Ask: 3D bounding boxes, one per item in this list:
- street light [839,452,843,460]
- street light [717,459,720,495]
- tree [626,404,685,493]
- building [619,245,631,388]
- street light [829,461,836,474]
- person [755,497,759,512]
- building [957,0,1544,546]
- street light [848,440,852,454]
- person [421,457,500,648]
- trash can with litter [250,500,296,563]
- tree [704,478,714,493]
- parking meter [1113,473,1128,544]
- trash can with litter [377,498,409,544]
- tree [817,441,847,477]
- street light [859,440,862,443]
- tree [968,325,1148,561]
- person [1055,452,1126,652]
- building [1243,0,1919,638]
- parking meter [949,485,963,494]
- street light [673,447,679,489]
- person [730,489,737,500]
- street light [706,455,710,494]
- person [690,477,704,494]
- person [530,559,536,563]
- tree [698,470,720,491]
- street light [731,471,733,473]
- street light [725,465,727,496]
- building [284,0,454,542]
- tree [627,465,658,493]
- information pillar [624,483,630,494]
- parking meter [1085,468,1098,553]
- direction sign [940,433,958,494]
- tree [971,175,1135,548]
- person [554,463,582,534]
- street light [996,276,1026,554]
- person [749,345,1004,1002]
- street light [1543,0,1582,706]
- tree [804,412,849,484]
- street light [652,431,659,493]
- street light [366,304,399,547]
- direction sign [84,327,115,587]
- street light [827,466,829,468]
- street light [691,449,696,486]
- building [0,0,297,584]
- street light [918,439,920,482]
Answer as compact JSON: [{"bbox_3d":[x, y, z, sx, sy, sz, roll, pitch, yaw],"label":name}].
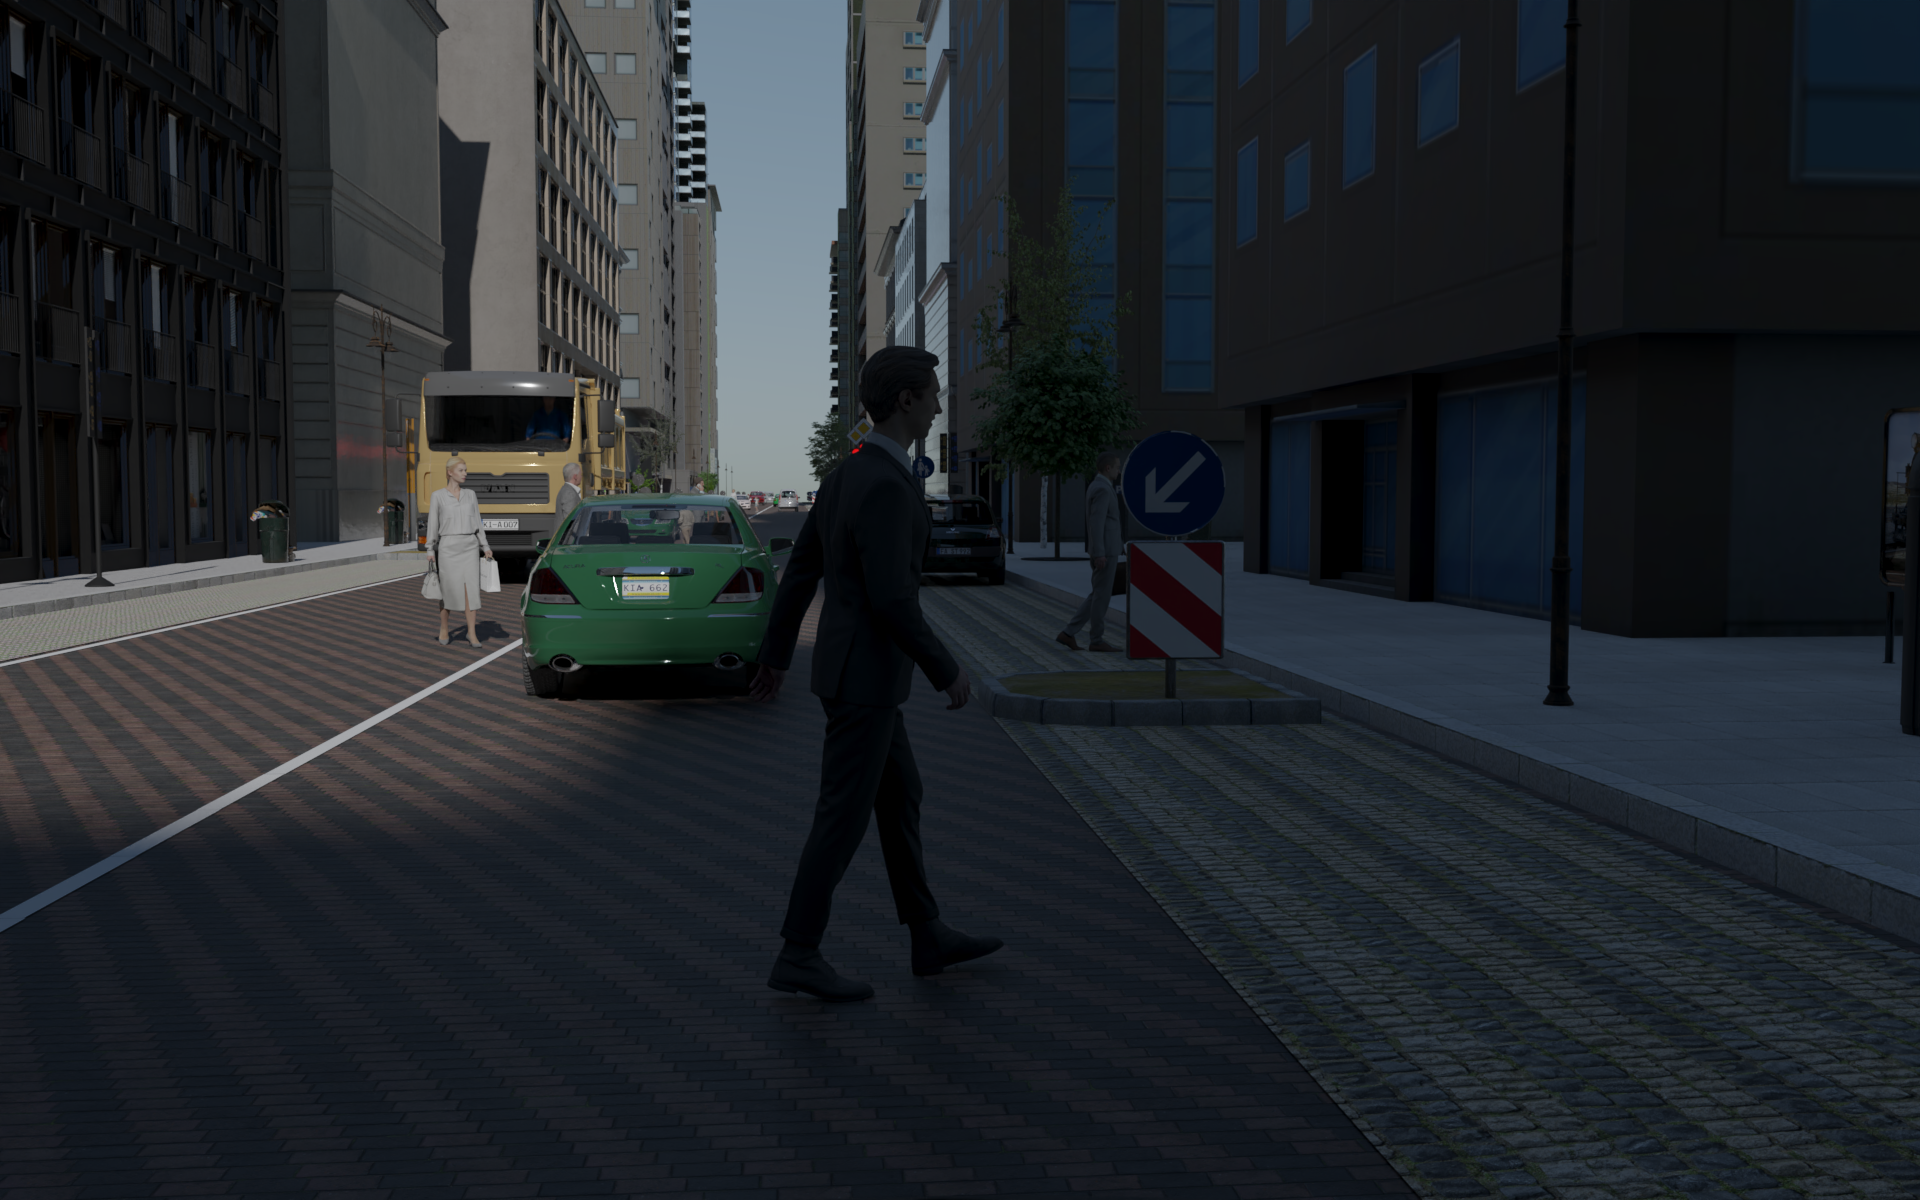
[{"bbox_3d":[-11.676,-12.060,169.968,0.468,5.910,1.993,0,4,-5],"label":"street light"},{"bbox_3d":[-32.093,-15.746,230.236,0.468,5.910,1.993,0,4,-5],"label":"street light"},{"bbox_3d":[-23.980,-11.450,137.573,4.360,8.622,3.978,0,3,0],"label":"tree"},{"bbox_3d":[-28.529,-17.015,114.346,11.583,22.565,21.152,0,4,-5],"label":"building"},{"bbox_3d":[-14.246,-13.657,196.082,0.468,5.910,1.993,0,4,-5],"label":"street light"},{"bbox_3d":[-16.070,-7.575,137.373,0.382,1.210,0.505,-2,4,-24],"label":"person"},{"bbox_3d":[7.447,-24.561,51.691,14.600,45.320,14.200,0,4,-5],"label":"building"},{"bbox_3d":[-9.183,-10.552,145.307,0.468,5.910,1.993,0,4,-5],"label":"street light"},{"bbox_3d":[-4.704,-0.455,16.290,0.694,1.780,0.624,-1,4,-20],"label":"person"},{"bbox_3d":[-12.846,-1.290,32.477,0.624,1.170,1.055,0,4,-8],"label":"trash can with litter"},{"bbox_3d":[-30.106,-13.143,209.487,1.663,3.219,1.824,0,3,0],"label":"tree"},{"bbox_3d":[4.145,-2.377,44.568,0.399,1.863,0.255,1,4,23],"label":"parking meter"},{"bbox_3d":[-14.574,-2.033,44.624,0.624,1.170,1.055,0,4,-5],"label":"trash can with litter"},{"bbox_3d":[-16.905,-17.219,231.896,4.360,8.622,3.978,0,3,0],"label":"tree"},{"bbox_3d":[-6.841,-8.968,119.412,0.468,5.910,1.993,0,4,-5],"label":"street light"},{"bbox_3d":[1.961,-3.050,33.577,4.285,4.588,4.351,0,3,0],"label":"tree"},{"bbox_3d":[1.301,-0.429,15.634,0.853,1.813,0.709,0,4,-4],"label":"person"},{"bbox_3d":[11.853,-22.702,21.293,14.600,45.320,14.200,0,4,-5],"label":"building"},{"bbox_3d":[-0.106,-2.308,46.140,0.372,1.533,0.369,0,3,0],"label":"parking meter"},{"bbox_3d":[-24.189,-10.675,147.323,0.468,5.910,1.993,0,4,-5],"label":"street light"},{"bbox_3d":[-16.675,-7.277,127.698,0.478,1.798,0.641,2,4,30],"label":"person"},{"bbox_3d":[-29.097,-13.873,199.602,0.468,5.910,1.993,0,4,-5],"label":"street light"},{"bbox_3d":[-6.327,-2.086,42.418,0.447,1.846,0.655,1,4,14],"label":"person"},{"bbox_3d":[-9.004,-1.642,35.768,0.576,1.772,0.534,0,4,-3],"label":"person"},{"bbox_3d":[-32.364,-14.548,221.570,4.285,4.588,4.351,0,3,0],"label":"tree"},{"bbox_3d":[-37.153,-18.924,282.194,0.468,5.910,1.993,0,4,-5],"label":"street light"},{"bbox_3d":[-34.592,-17.345,256.384,0.468,5.910,1.993,0,4,-5],"label":"street light"},{"bbox_3d":[-31.456,-13.346,51.486,30.059,22.955,16.112,0,4,-5],"label":"building"},{"bbox_3d":[-21.382,-7.371,115.122,1.663,3.219,1.824,0,3,0],"label":"tree"},{"bbox_3d":[-21.512,-6.574,111.974,0.304,2.012,0.304,1,4,14],"label":"information pillar"},{"bbox_3d":[2.910,-1.976,38.012,0.255,1.863,0.399,1,4,22],"label":"parking meter"},{"bbox_3d":[-0.412,-4.424,64.331,0.876,3.537,0.379,3,5,41],"label":"direction sign"},{"bbox_3d":[2.018,-5.535,40.867,4.737,8.622,4.395,0,3,0],"label":"tree"},{"bbox_3d":[-4.236,-0.628,19.162,0.834,1.777,0.661,-2,4,-28],"label":"person"},{"bbox_3d":[1.081,-3.923,36.932,0.468,5.910,1.993,0,4,-5],"label":"street light"},{"bbox_3d":[-0.197,0.200,5.000,0.755,1.850,0.659,-1,4,-17],"label":"person"},{"bbox_3d":[3.646,-2.299,10.374,0.468,5.910,1.993,0,4,-5],"label":"street light"},{"bbox_3d":[-17.652,-19.600,238.589,7.486,12.596,7.792,0,3,0],"label":"tree"},{"bbox_3d":[-21.868,-9.291,124.698,0.468,5.910,1.993,0,4,-5],"label":"street light"},{"bbox_3d":[-14.041,-4.247,42.227,0.468,5.910,1.993,0,4,-5],"label":"street light"},{"bbox_3d":[-11.937,-1.953,23.923,0.379,3.537,0.876,-1,4,-16],"label":"direction sign"},{"bbox_3d":[-16.793,-15.273,222.504,0.468,5.910,1.993,0,4,-5],"label":"street light"},{"bbox_3d":[-26.580,-12.255,173.149,0.468,5.910,1.993,0,4,-5],"label":"street light"},{"bbox_3d":[-20.264,-12.238,29.762,12.332,23.373,15.834,0,4,-5],"label":"building"},{"bbox_3d":[-1.491,-5.524,63.110,0.468,5.910,1.993,0,4,-5],"label":"street light"}]
